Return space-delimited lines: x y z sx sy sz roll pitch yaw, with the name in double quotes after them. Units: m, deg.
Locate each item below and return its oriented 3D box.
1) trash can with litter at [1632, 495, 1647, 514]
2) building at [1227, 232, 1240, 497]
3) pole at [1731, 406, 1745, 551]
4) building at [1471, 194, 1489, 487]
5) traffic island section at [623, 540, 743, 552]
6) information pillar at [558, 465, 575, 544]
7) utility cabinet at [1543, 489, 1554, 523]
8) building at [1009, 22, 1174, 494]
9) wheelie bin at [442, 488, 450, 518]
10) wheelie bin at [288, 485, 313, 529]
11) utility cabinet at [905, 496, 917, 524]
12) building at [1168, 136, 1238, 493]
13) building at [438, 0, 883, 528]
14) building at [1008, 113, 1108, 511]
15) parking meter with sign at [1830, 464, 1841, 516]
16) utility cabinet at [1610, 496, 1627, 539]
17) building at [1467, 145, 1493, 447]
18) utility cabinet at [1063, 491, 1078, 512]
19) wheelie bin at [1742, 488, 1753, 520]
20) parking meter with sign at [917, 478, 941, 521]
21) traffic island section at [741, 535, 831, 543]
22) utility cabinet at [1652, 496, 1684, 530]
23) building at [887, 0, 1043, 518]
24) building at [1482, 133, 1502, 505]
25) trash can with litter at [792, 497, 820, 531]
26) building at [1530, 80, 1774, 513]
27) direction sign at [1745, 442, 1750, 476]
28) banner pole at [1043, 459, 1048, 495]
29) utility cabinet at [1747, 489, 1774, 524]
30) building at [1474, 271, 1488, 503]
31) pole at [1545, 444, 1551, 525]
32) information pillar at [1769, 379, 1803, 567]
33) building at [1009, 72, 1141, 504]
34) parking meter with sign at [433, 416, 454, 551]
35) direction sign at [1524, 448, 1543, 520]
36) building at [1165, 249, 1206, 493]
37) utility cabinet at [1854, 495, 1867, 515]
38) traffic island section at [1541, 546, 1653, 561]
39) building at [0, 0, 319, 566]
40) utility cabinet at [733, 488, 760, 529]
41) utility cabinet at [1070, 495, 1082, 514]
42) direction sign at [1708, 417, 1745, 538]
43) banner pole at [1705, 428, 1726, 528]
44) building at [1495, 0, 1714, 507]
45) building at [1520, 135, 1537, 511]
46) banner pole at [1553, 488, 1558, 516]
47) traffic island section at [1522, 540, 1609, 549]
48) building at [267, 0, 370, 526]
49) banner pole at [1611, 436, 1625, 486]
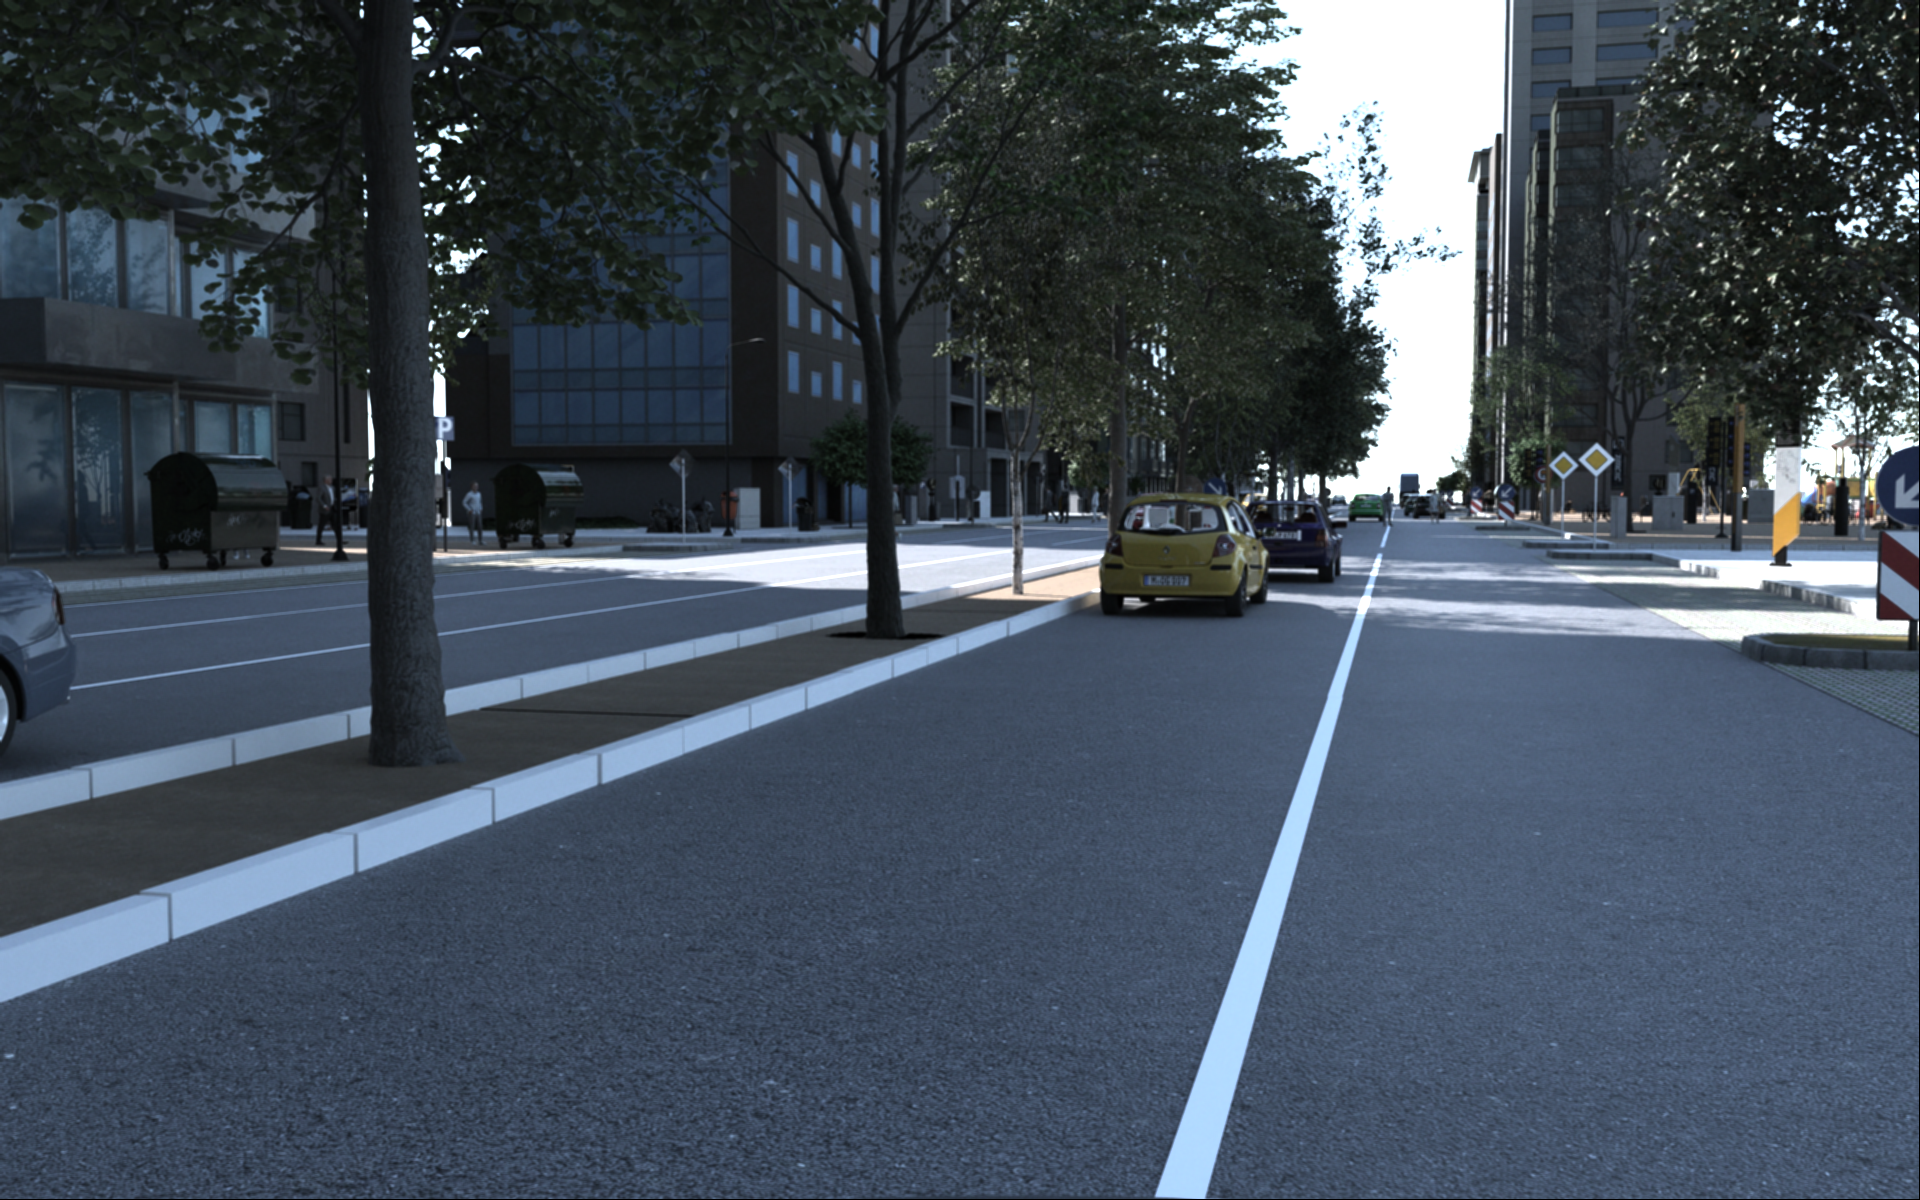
44.884 -6.256 113.343 1.678 1.210 2.233 2 4 34 "trash can with litter"
35.045 -39.663 272.183 21.300 48.544 21.600 1 4 14 "building"
17.439 -2.751 38.817 0.158 3.312 0.155 0 3 0 "pole"
77.326 -33.830 236.712 14.154 41.232 14.086 1 4 14 "building"
-7.084 -1.345 44.268 2.009 0.180 2.903 1 4 14 "traffic island section"
-10.042 -2.425 44.146 0.304 2.012 0.304 -3 5 -44 "information pillar"
25.474 -4.056 74.997 0.318 1.500 1.173 1 4 23 "utility cabinet"
10.338 -34.335 180.990 23.786 49.044 30.456 1 4 14 "building"
-27.056 -5.121 91.642 0.693 1.594 0.980 0 4 -2 "wheelie bin"
-24.090 -3.385 63.252 0.980 1.594 0.693 2 4 28 "wheelie bin"
-2.079 -3.834 73.845 0.306 1.237 1.020 -1 4 -16 "utility cabinet"
25.405 -40.366 249.215 28.713 52.752 27.495 1 4 14 "building"
-11.760 -25.828 72.405 14.600 45.320 14.200 1 4 14 "building"
3.486 -22.223 135.054 14.160 30.474 14.107 1 4 14 "building"
51.149 -6.436 101.493 1.738 3.016 0.543 -3 4 -37 "parking meter with sign"
19.143 -2.395 50.324 0.306 1.237 1.020 1 4 11 "utility cabinet"
89.542 -40.700 254.681 28.713 52.752 27.495 1 4 14 "building"
7.636 -6.894 121.393 1.173 1.500 0.318 0 4 -8 "utility cabinet"
38.578 -4.716 85.013 0.693 1.594 0.980 -2 4 -28 "wheelie bin"
-1.595 -5.358 83.860 0.543 3.016 1.738 2 4 33 "parking meter with sign"
-5.123 -1.818 52.009 2.009 0.180 2.903 1 4 14 "traffic island section"
25.219 -3.091 61.698 1.020 1.237 0.306 2 4 25 "utility cabinet"
-5.924 -40.591 101.916 20.563 71.187 20.611 1 4 14 "building"
70.908 -34.144 208.360 14.600 45.320 14.200 1 4 14 "building"
-5.288 -2.958 59.758 0.624 1.170 1.055 2 4 24 "trash can with litter"
49.550 -21.601 124.885 14.160 30.474 14.107 1 4 14 "building"
34.204 -5.140 76.030 0.876 3.537 0.379 0 4 1 "direction sign"
5.968 -8.088 122.256 0.401 3.779 0.863 -3 5 -44 "banner pole"
34.616 -4.036 74.664 1.173 1.500 0.318 3 5 43 "utility cabinet"
73.549 -27.593 222.838 14.160 30.474 14.107 1 4 14 "building"
24.041 -4.708 70.818 0.158 3.312 0.155 0 3 0 "pole"
14.622 -2.400 30.599 0.183 3.616 0.504 -2 4 -28 "information pillar"
-0.500 -28.348 155.375 32.217 40.220 23.993 1 4 14 "building"
-12.250 -2.628 39.222 1.738 3.016 0.543 2 4 32 "parking meter with sign"
28.315 -5.722 85.555 0.876 3.537 0.379 2 4 25 "direction sign"
16.958 -32.610 225.061 32.217 40.220 23.993 1 4 14 "building"
49.012 -5.074 94.116 0.306 1.237 1.020 0 4 -6 "utility cabinet"
14.283 -1.015 38.870 2.009 0.180 2.903 1 4 14 "traffic island section"
-30.618 -25.281 32.961 30.456 49.044 23.786 1 4 14 "building"
-7.699 -3.291 62.489 0.318 1.500 1.173 2 4 32 "utility cabinet"
7.634 -6.278 113.804 0.306 1.237 1.020 -2 4 -34 "utility cabinet"
22.387 -3.596 50.798 0.876 3.537 0.379 3 4 36 "direction sign"
28.377 -4.585 64.979 0.863 3.779 0.401 3 5 42 "banner pole"
64.613 -38.520 171.805 21.231 58.520 28.212 1 4 14 "building"
52.770 -22.440 138.596 14.160 30.474 14.107 1 4 14 "building"
35.615 -6.945 103.560 0.401 3.779 0.863 1 4 20 "banner pole"
16.245 -1.488 46.611 2.009 0.180 2.903 1 4 14 "traffic island section"
-33.756 -18.181 68.954 14.107 30.474 14.160 1 4 14 "building"
25.208 -4.643 65.937 0.863 3.779 0.401 1 4 20 "banner pole"
